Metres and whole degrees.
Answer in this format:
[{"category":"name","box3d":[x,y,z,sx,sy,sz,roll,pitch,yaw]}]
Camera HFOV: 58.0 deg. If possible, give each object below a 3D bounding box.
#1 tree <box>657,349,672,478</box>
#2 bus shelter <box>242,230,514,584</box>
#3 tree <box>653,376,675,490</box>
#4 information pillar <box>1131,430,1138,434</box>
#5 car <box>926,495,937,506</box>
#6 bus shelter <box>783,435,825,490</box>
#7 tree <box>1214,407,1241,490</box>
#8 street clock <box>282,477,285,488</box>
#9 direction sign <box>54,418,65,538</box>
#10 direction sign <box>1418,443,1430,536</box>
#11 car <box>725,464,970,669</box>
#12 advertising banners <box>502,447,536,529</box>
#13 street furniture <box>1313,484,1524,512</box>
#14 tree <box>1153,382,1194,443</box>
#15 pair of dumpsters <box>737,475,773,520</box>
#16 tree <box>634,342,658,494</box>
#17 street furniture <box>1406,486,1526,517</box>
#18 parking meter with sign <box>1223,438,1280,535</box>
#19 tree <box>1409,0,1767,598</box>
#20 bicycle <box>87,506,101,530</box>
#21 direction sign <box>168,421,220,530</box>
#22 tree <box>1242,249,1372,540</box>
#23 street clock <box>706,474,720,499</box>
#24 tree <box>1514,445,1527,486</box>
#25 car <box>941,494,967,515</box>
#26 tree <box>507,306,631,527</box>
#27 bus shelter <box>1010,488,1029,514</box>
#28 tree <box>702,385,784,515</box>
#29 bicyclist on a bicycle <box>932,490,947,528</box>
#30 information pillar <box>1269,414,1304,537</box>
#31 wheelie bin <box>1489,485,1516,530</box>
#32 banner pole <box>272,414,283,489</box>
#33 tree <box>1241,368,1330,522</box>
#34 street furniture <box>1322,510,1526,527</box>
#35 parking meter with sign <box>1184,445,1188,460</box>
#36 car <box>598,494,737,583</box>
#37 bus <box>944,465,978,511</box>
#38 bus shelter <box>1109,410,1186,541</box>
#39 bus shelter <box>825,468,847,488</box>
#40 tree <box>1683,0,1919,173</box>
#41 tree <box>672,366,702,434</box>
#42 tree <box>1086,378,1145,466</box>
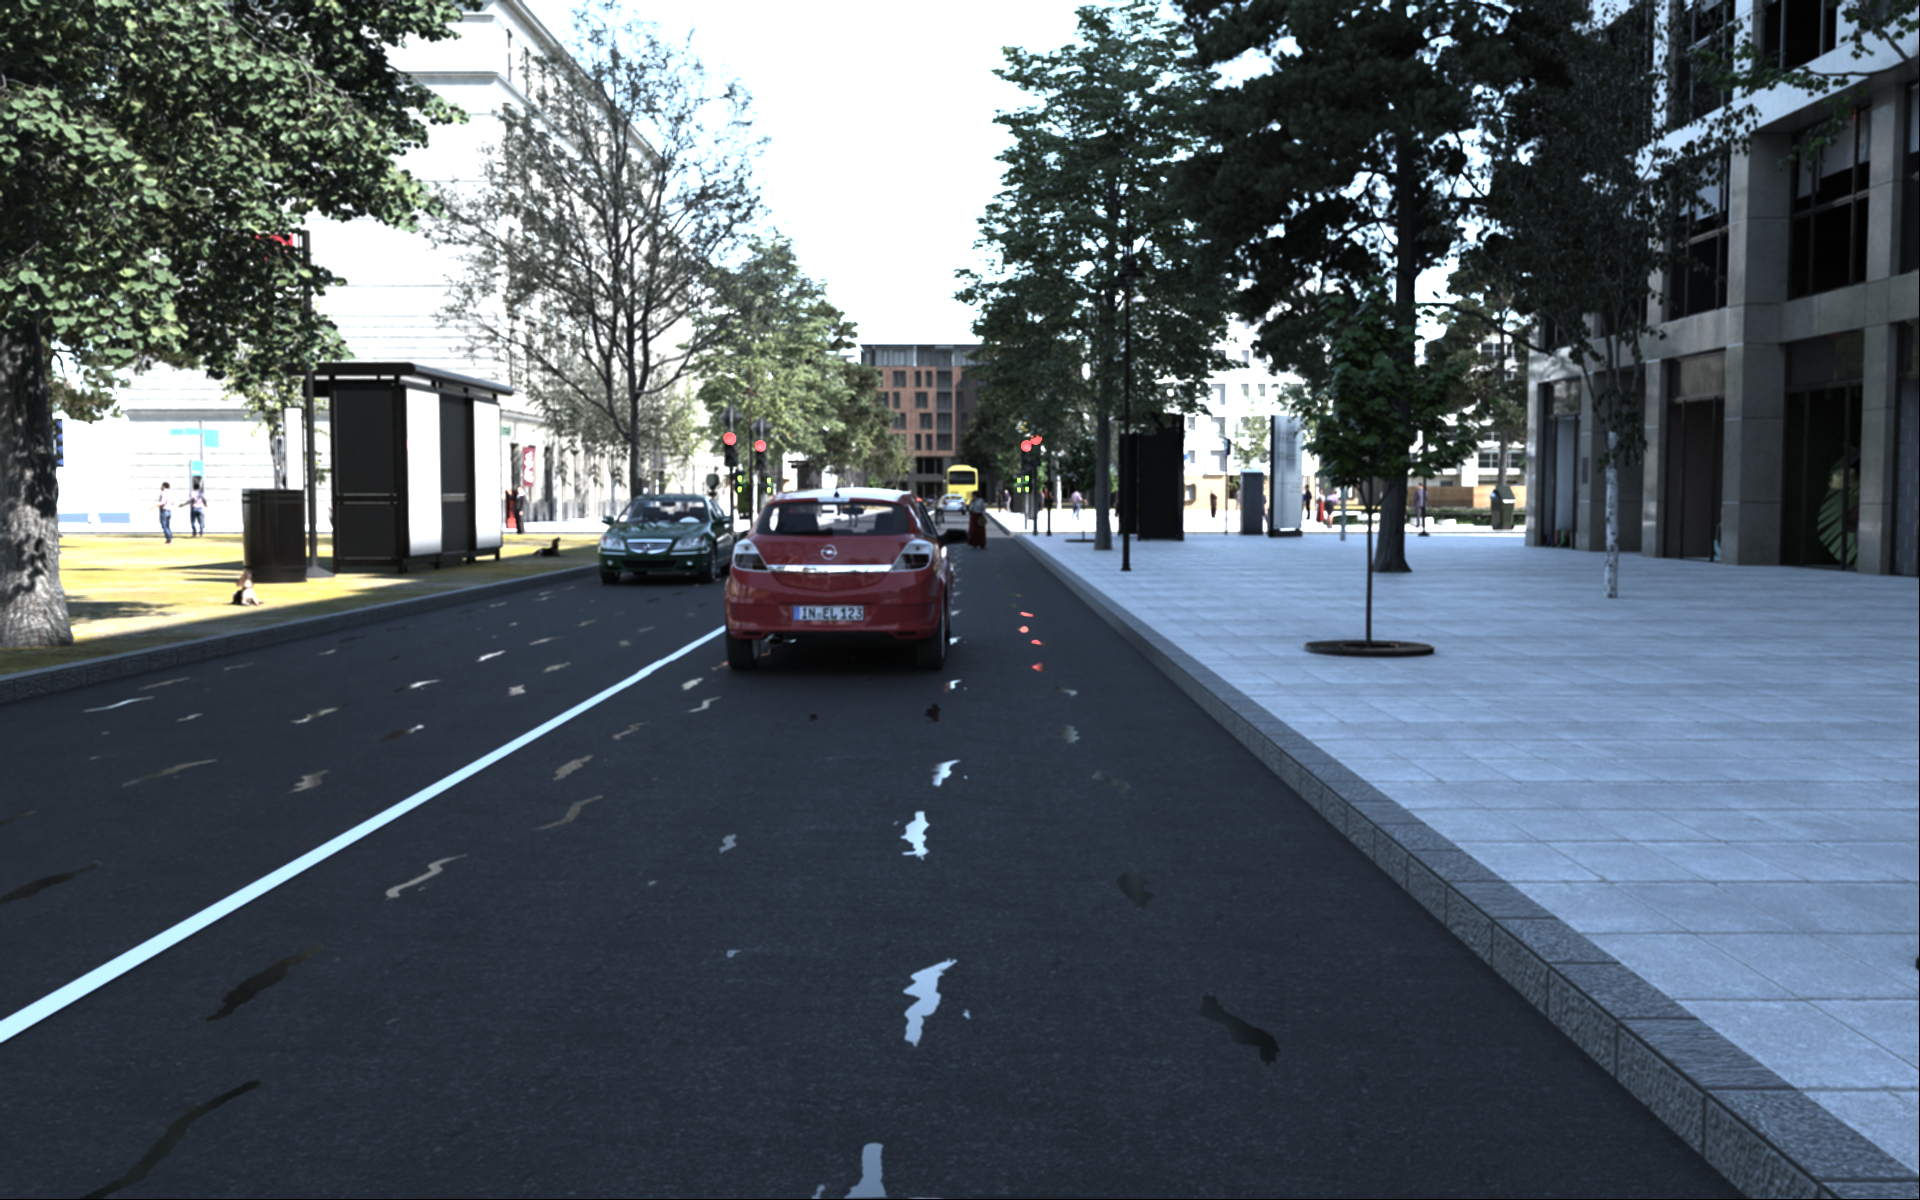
[{"category":"tree","box3d":[-15.865,-7.941,80.201,4.360,8.622,3.978,0,3,0]},{"category":"bus shelter","box3d":[-9.697,-3.142,29.002,2.179,5.291,8.768,0,4,0]},{"category":"tree","box3d":[-16.560,-9.344,103.138,4.737,8.622,4.395,0,3,0]},{"category":"information pillar","box3d":[6.111,-4.313,61.866,0.504,3.616,0.183,-1,4,-13]},{"category":"car","box3d":[-3.147,-12.182,211.759,1.945,1.354,3.894,0,4,1]},{"category":"bus shelter","box3d":[-9.599,-7.944,107.521,2.179,5.291,8.768,0,3,0]},{"category":"tree","box3d":[19.188,-10.072,115.038,4.737,8.622,4.395,0,3,0]},{"category":"street clock","box3d":[-23.909,-3.492,61.669,0.471,2.002,0.358,-1,4,-9]},{"category":"direction sign","box3d":[-26.726,-3.616,51.111,0.379,3.537,0.876,1,4,10]},{"category":"direction sign","box3d":[14.161,-3.717,52.763,0.379,3.537,0.876,0,4,4]},{"category":"car","box3d":[-0.988,-0.404,15.639,2.155,1.783,4.494,0,4,1]},{"category":"advertising banners","box3d":[-16.484,-4.119,63.530,2.074,3.025,0.090,-3,5,-41]},{"category":"street furniture","box3d":[34.206,-7.008,119.608,14.083,1.986,27.439,0,4,-3]},{"category":"tree","box3d":[12.999,-9.731,109.467,4.360,8.622,3.978,0,3,0]},{"category":"pair of dumpsters","box3d":[-10.323,-5.150,86.699,1.574,2.255,4.436,0,3,0]},{"category":"tree","box3d":[-15.613,-7.571,74.156,4.360,8.622,3.978,0,3,0]},{"category":"street furniture","box3d":[28.468,-5.527,97.220,9.812,1.723,11.010,-2,4,-34]},{"category":"parking meter with sign","box3d":[9.167,-3.551,54.317,1.738,3.016,0.543,0,4,-7]},{"category":"tree","box3d":[7.805,-4.327,21.116,4.360,8.622,3.978,0,3,0]},{"category":"bicycle","box3d":[-30.884,-2.969,61.770,0.635,0.972,1.543,-1,4,-14]},{"category":"direction sign","box3d":[-28.156,-4.552,63.183,1.411,3.948,2.525,0,4,5]},{"category":"tree","box3d":[10.417,-5.963,47.864,4.360,8.622,3.978,0,3,0]},{"category":"street clock","box3d":[-8.712,-3.457,61.093,0.471,2.002,0.358,3,5,39]},{"category":"tree","box3d":[51.493,-10.096,127.967,20.602,7.101,11.467,1,4,21]},{"category":"car","box3d":[-0.478,-6.646,120.656,2.014,1.417,4.499,0,4,0]},{"category":"tree","box3d":[-15.554,-7.193,67.966,4.360,8.622,3.978,0,3,0]},{"category":"bus shelter","box3d":[3.948,-7.681,116.871,1.731,3.624,6.357,0,4,0]},{"category":"tree","box3d":[-14.109,-9.656,108.242,4.360,8.622,3.978,0,3,0]},{"category":"bicyclist on a bicycle","box3d":[-0.862,-3.824,72.547,1.499,1.676,1.625,0,4,0]},{"category":"information pillar","box3d":[9.746,-3.695,51.726,0.184,3.620,1.656,3,5,42]},{"category":"wheelie bin","box3d":[19.224,-3.277,61.490,0.980,1.594,0.693,-2,4,-24]},{"category":"banner pole","box3d":[-21.289,-3.919,54.088,0.401,3.779,0.863,0,4,-1]},{"category":"tree","box3d":[16.394,-7.932,80.054,4.737,8.622,4.395,0,3,0]},{"category":"street furniture","box3d":[19.941,-3.352,70.439,10.072,0.657,5.734,0,4,-2]},{"category":"parking meter with sign","box3d":[7.272,-3.999,61.637,0.543,3.016,1.738,-3,5,-41]},{"category":"car","box3d":[-4.887,-1.075,29.381,2.131,1.459,4.920,0,4,-1]},{"category":"bus","box3d":[0.083,-9.606,148.601,2.896,3.916,12.252,0,4,-1]},{"category":"bus shelter","box3d":[5.383,-3.620,50.468,1.731,3.624,6.357,0,3,0]},{"category":"bus shelter","box3d":[-8.723,-7.436,115.506,2.014,3.302,5.546,0,4,0]},{"category":"tree","box3d":[8.957,-5.408,14.177,9.928,11.665,9.643,0,3,0]},{"category":"tree","box3d":[-15.521,-8.363,87.105,4.360,8.622,3.978,0,3,0]},{"category":"tree","box3d":[11.992,-11.827,127.784,8.767,10.594,7.601,3,4,37]}]
